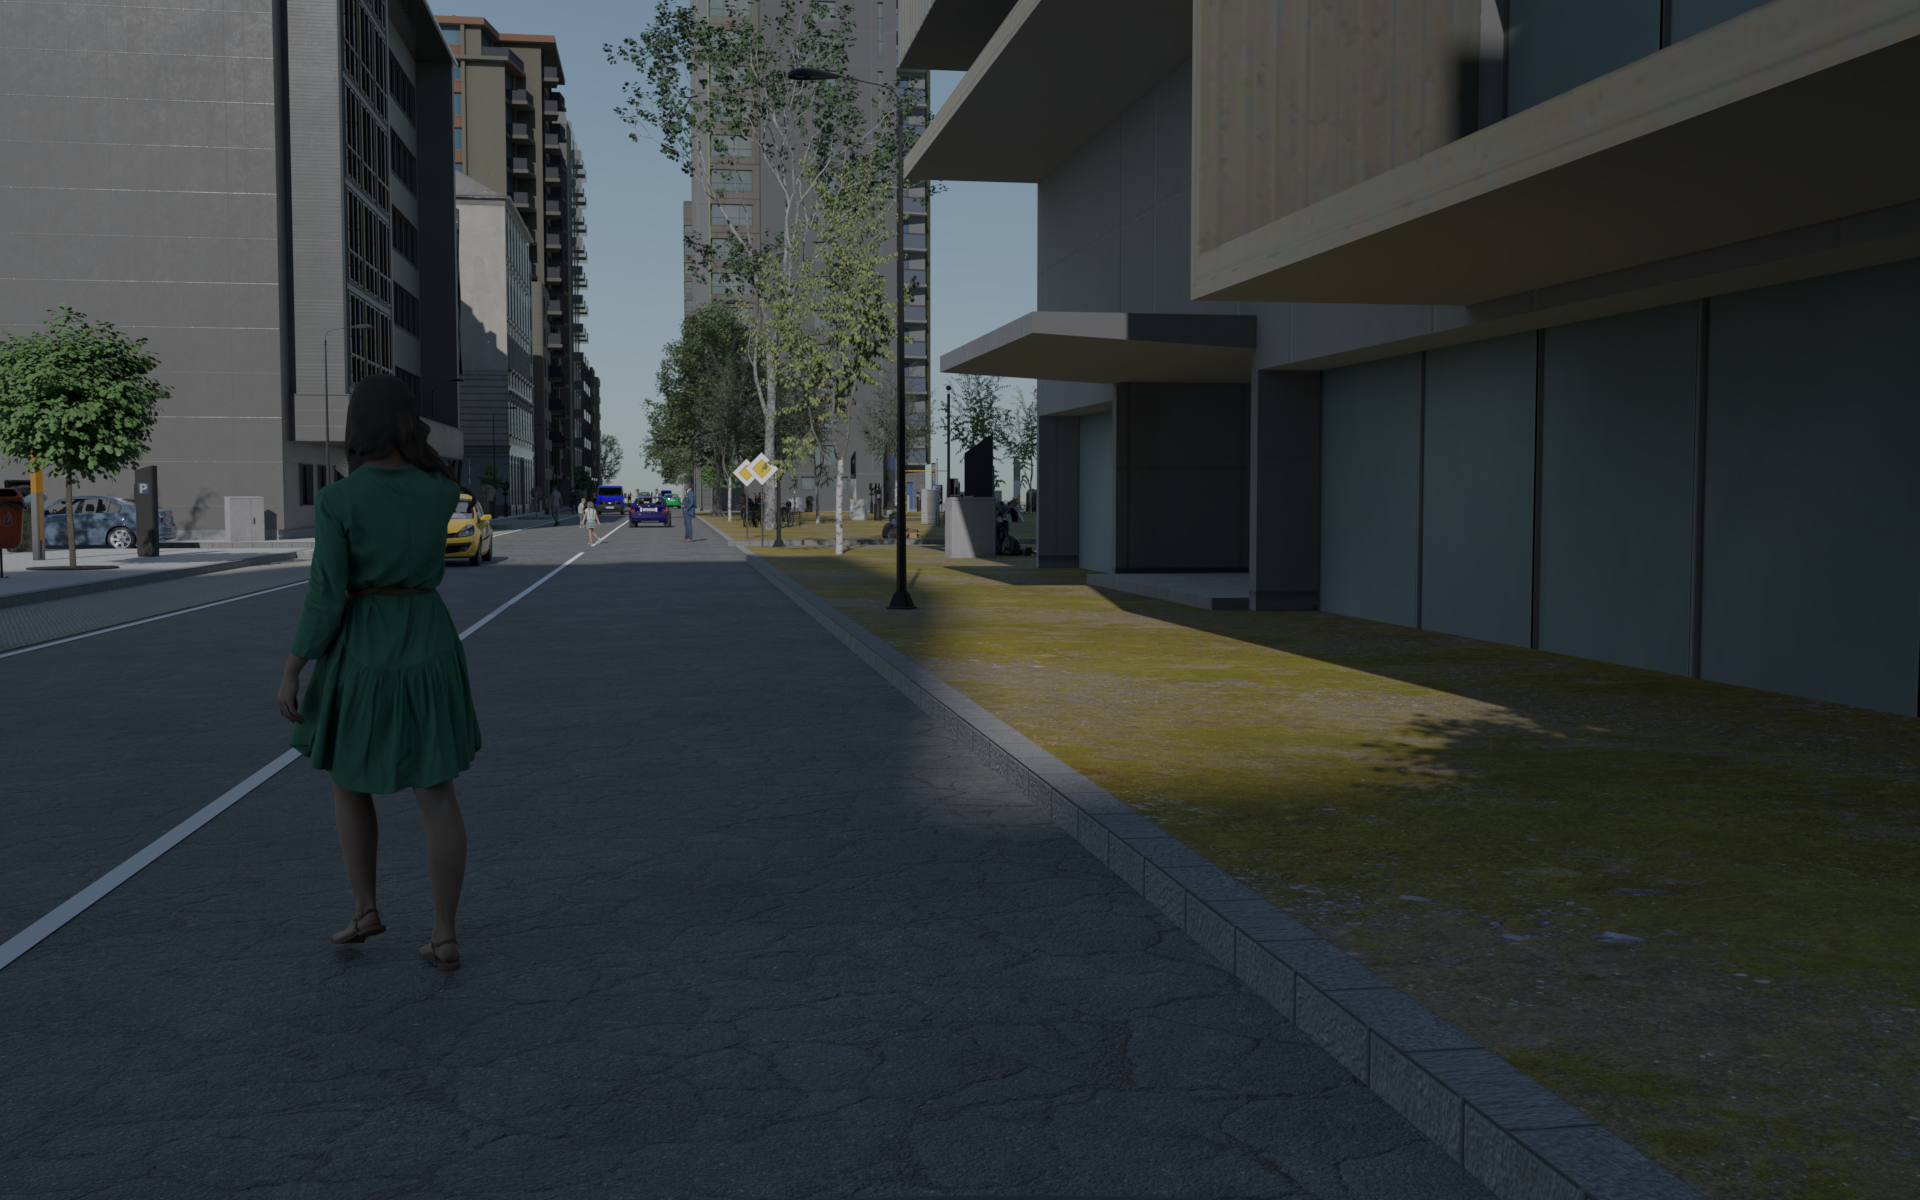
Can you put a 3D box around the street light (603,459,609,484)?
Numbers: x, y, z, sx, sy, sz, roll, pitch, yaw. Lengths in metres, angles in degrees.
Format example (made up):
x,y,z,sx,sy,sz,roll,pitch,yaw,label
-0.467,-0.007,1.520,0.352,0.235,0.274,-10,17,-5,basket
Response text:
x,y,z,sx,sy,sz,roll,pitch,yaw,label
-47.197,-15.575,227.185,1.470,5.913,1.316,-1,4,-10,street light

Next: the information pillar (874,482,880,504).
x,y,z,sx,sy,sz,roll,pitch,yaw,label
-5.242,-6.437,109.733,0.304,2.012,0.304,3,4,38,information pillar

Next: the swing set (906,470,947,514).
x,y,z,sx,sy,sz,roll,pitch,yaw,label
-2.344,-7.162,114.714,3.119,2.851,2.862,0,4,-5,swing set

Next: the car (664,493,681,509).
x,y,z,sx,sy,sz,roll,pitch,yaw,label
-28.099,-9.770,168.539,1.959,1.807,4.718,-1,4,-11,car

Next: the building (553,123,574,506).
x,y,z,sx,sy,sz,roll,pitch,yaw,label
-48.929,-30.634,184.464,14.154,41.232,14.086,-1,4,-10,building

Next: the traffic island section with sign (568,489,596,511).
x,y,z,sx,sy,sz,roll,pitch,yaw,label
-32.054,-8.422,146.331,1.989,1.847,2.006,-1,4,-10,traffic island section with sign

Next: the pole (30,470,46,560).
x,y,z,sx,sy,sz,roll,pitch,yaw,label
-17.848,-2.424,33.469,0.158,3.312,0.155,0,3,0,pole

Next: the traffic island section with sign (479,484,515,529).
x,y,z,sx,sy,sz,roll,pitch,yaw,label
-19.222,-3.788,70.561,1.989,1.847,2.006,-1,4,-10,traffic island section with sign

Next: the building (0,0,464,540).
x,y,z,sx,sy,sz,roll,pitch,yaw,label
-26.749,-14.819,61.363,14.314,24.678,30.058,-1,4,-10,building

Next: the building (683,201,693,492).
x,y,z,sx,sy,sz,roll,pitch,yaw,label
-31.788,-34.298,244.359,14.154,41.232,14.086,-1,4,-10,building

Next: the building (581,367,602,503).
x,y,z,sx,sy,sz,roll,pitch,yaw,label
-65.885,-24.600,247.242,27.650,21.520,28.899,-1,4,-10,building

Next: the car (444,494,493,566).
x,y,z,sx,sy,sz,roll,pitch,yaw,label
-10.615,-1.551,35.587,2.015,1.641,3.980,-1,4,-10,car

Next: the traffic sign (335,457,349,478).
x,y,z,sx,sy,sz,roll,pitch,yaw,label
-14.020,-2.227,40.048,0.795,2.450,0.064,-1,4,-10,traffic sign

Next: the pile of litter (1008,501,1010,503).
x,y,z,sx,sy,sz,roll,pitch,yaw,label
3.227,-6.462,119.623,1.176,0.858,1.719,1,4,16,pile of litter

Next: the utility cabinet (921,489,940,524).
x,y,z,sx,sy,sz,roll,pitch,yaw,label
-1.241,-3.973,73.644,0.318,1.500,1.173,2,4,26,utility cabinet

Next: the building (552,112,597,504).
x,y,z,sx,sy,sz,roll,pitch,yaw,label
-58.260,-36.553,217.243,23.786,49.044,30.456,-1,4,-10,building

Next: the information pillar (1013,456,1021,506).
x,y,z,sx,sy,sz,roll,pitch,yaw,label
3.482,-7.032,106.320,0.504,3.616,0.183,-2,4,-32,information pillar

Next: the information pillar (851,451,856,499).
x,y,z,sx,sy,sz,roll,pitch,yaw,label
-5.794,-6.293,94.252,0.183,3.616,0.504,-2,4,-32,information pillar

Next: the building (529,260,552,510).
x,y,z,sx,sy,sz,roll,pitch,yaw,label
-46.687,-17.649,133.594,27.650,21.520,28.899,-1,4,-10,building

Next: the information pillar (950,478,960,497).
x,y,z,sx,sy,sz,roll,pitch,yaw,label
-0.280,-4.625,80.110,0.304,2.012,0.304,2,4,35,information pillar

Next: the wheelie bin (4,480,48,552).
x,y,z,sx,sy,sz,roll,pitch,yaw,label
-20.737,-1.862,38.346,0.980,1.594,0.693,-2,4,-27,wheelie bin

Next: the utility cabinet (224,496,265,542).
x,y,z,sx,sy,sz,roll,pitch,yaw,label
-19.437,-2.197,47.078,0.306,1.237,1.020,2,4,34,utility cabinet

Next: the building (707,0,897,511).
x,y,z,sx,sy,sz,roll,pitch,yaw,label
-12.615,-27.647,135.623,14.154,41.232,14.086,-1,4,-10,building

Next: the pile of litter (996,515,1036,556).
x,y,z,sx,sy,sz,roll,pitch,yaw,label
0.933,-1.376,36.462,1.176,0.858,1.719,-3,4,-37,pile of litter

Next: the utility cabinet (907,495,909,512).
x,y,z,sx,sy,sz,roll,pitch,yaw,label
-3.776,-6.849,123.149,0.306,1.237,1.020,0,4,-6,utility cabinet

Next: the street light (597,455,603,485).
x,y,z,sx,sy,sz,roll,pitch,yaw,label
-43.377,-14.216,204.977,1.470,5.913,1.316,-1,4,-10,street light

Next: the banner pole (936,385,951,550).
x,y,z,sx,sy,sz,roll,pitch,yaw,label
-0.272,-3.065,40.135,0.401,3.779,0.863,0,4,-3,banner pole

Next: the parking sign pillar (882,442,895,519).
x,y,z,sx,sy,sz,roll,pitch,yaw,label
-3.678,-6.191,89.695,1.447,3.967,1.447,-1,4,-11,parking sign pillar

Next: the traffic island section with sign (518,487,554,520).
x,y,z,sx,sy,sz,roll,pitch,yaw,label
-23.708,-5.414,97.141,1.989,1.847,2.006,-1,4,-10,traffic island section with sign

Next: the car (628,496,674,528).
x,y,z,sx,sy,sz,roll,pitch,yaw,label
-13.422,-3.824,75.106,1.945,1.354,3.894,0,4,-8,car

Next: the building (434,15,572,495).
x,y,z,sx,sy,sz,roll,pitch,yaw,label
-48.322,-31.031,161.985,22.147,44.769,28.867,-1,4,-10,building

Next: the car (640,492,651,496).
x,y,z,sx,sy,sz,roll,pitch,yaw,label
-50.418,-16.409,276.963,2.281,1.827,5.304,-1,4,-11,car

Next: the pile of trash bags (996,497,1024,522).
x,y,z,sx,sy,sz,roll,pitch,yaw,label
1.379,-4.332,80.572,1.912,1.369,3.447,-3,5,-40,pile of trash bags

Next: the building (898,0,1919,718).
x,y,z,sx,sy,sz,roll,pitch,yaw,label
14.293,-26.250,18.431,28.713,52.752,27.495,-1,4,-10,building

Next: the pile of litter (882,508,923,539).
x,y,z,sx,sy,sz,roll,pitch,yaw,label
-1.625,-2.234,50.497,1.176,0.858,1.719,3,4,38,pile of litter

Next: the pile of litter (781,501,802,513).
x,y,z,sx,sy,sz,roll,pitch,yaw,label
-11.456,-6.314,117.195,1.719,0.858,1.176,-1,4,-14,pile of litter

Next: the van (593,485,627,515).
x,y,z,sx,sy,sz,roll,pitch,yaw,label
-24.156,-7.055,119.738,2.240,2.365,5.245,-1,4,-10,van

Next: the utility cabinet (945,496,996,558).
x,y,z,sx,sy,sz,roll,pitch,yaw,label
0.209,-1.457,34.976,1.020,1.237,0.306,-2,4,-25,utility cabinet

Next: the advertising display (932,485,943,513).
x,y,z,sx,sy,sz,roll,pitch,yaw,label
-1.532,-6.889,117.853,0.123,1.923,0.974,-3,5,-42,advertising display

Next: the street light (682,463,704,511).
x,y,z,sx,sy,sz,roll,pitch,yaw,label
-20.165,-9.716,131.391,1.470,5.913,1.316,-1,4,-10,street light

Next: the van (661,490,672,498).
x,y,z,sx,sy,sz,roll,pitch,yaw,label
-46.031,-16.327,271.324,2.240,2.365,5.245,-1,4,-10,van

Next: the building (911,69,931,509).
x,y,z,sx,sy,sz,roll,pitch,yaw,label
-13.366,-37.613,156.966,21.231,58.520,28.212,-1,4,-10,building

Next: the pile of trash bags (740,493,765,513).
x,y,z,sx,sy,sz,roll,pitch,yaw,label
-14.205,-6.715,119.543,1.912,1.369,3.447,-3,4,-37,pile of trash bags

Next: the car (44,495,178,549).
x,y,z,sx,sy,sz,roll,pitch,yaw,label
-22.194,-1.934,43.623,4.499,1.417,2.014,-1,4,-8,car

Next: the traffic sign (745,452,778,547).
x,y,z,sx,sy,sz,roll,pitch,yaw,label
-4.754,-2.321,41.590,0.795,2.450,0.064,-1,4,-10,traffic sign

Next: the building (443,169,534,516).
x,y,z,sx,sy,sz,roll,pitch,yaw,label
-32.407,-15.887,108.902,9.793,20.994,18.267,-1,4,-10,building

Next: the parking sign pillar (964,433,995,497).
x,y,z,sx,sy,sz,roll,pitch,yaw,label
0.861,-5.409,76.902,1.447,3.967,1.447,1,4,14,parking sign pillar

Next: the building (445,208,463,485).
x,y,z,sx,sy,sz,roll,pitch,yaw,label
-33.355,-13.300,84.902,16.820,18.784,16.811,-1,4,-10,building

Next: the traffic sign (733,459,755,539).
x,y,z,sx,sy,sz,roll,pitch,yaw,label
-6.087,-2.803,49.464,0.795,2.450,0.064,-1,4,-10,traffic sign

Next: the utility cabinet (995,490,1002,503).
x,y,z,sx,sy,sz,roll,pitch,yaw,label
1.816,-5.365,96.403,1.173,1.500,0.318,-3,5,-41,utility cabinet

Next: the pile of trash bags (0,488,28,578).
x,y,z,sx,sy,sz,roll,pitch,yaw,label
-15.571,-0.956,25.378,3.447,1.369,1.912,-3,5,-41,pile of trash bags

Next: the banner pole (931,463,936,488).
x,y,z,sx,sy,sz,roll,pitch,yaw,label
-1.760,-8.065,121.882,0.401,3.779,0.863,-3,5,-40,banner pole
